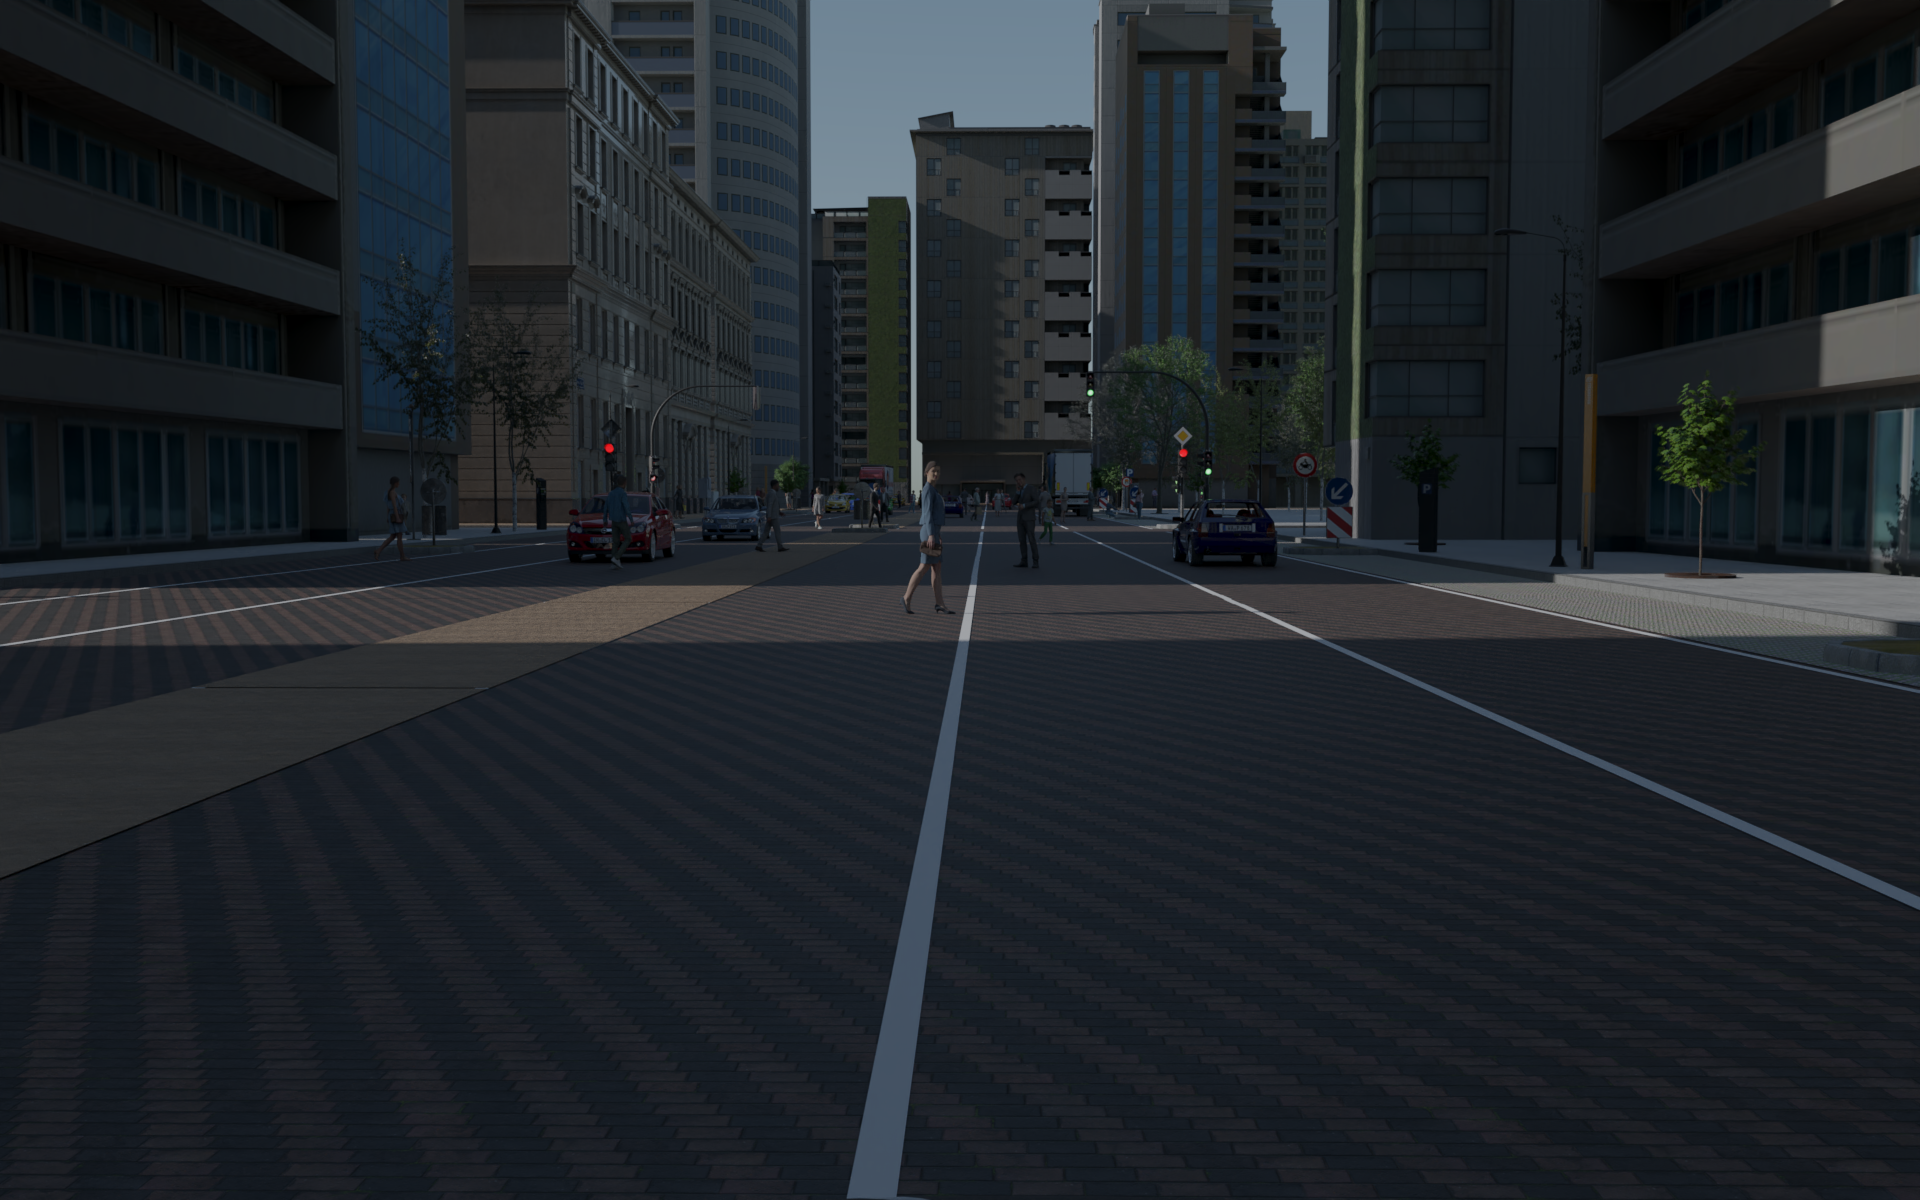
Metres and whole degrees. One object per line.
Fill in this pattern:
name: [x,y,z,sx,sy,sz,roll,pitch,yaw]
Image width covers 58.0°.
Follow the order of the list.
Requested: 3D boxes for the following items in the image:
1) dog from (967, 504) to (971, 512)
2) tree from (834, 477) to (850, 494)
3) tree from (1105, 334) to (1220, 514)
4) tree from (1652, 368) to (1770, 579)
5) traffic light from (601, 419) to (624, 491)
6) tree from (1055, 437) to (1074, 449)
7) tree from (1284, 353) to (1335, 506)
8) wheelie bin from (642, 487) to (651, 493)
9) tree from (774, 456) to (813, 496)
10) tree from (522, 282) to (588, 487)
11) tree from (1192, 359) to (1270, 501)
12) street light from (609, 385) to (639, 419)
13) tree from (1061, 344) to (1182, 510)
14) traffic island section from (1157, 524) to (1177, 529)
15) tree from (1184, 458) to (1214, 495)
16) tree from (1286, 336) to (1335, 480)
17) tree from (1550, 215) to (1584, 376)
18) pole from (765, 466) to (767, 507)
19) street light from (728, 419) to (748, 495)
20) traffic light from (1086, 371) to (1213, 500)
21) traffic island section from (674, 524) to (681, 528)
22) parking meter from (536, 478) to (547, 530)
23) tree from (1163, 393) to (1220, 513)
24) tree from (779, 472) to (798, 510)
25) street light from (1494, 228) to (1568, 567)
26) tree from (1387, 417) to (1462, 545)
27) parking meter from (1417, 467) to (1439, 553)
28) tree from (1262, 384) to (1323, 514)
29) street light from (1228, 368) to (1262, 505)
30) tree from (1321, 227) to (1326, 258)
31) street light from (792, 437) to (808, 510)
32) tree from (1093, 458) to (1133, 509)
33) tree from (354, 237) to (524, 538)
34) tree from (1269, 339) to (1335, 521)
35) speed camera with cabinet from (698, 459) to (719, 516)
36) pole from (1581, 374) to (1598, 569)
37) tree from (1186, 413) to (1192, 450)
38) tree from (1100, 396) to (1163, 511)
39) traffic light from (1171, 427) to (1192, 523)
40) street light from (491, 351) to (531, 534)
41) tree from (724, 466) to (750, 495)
dog: [0.644,-7.491,139.316,0.513,0.831,0.800,-1,4,-21]
tree: [-12.978,-12.046,191.553,1.663,3.219,1.824,0,3,0]
tree: [13.031,-11.358,111.456,9.928,11.665,9.643,0,3,0]
tree: [11.545,-1.957,26.598,1.663,3.219,1.824,0,3,0]
traffic light: [-12.950,-4.618,64.432,0.839,4.253,0.868,0,4,1]
tree: [13.858,-16.724,223.791,4.360,8.622,3.978,0,3,0]
tree: [26.067,-11.822,119.052,9.928,11.665,9.643,0,3,0]
wheelie bin: [-14.473,-4.443,80.550,0.693,1.594,0.980,1,4,9]
tree: [-13.977,-9.891,145.432,4.285,4.588,4.351,0,3,0]
tree: [-15.042,-6.659,59.238,4.360,8.622,3.978,0,3,0]
tree: [15.576,-8.629,91.450,4.737,8.622,4.395,0,3,0]
street light: [-14.311,-6.184,73.654,1.470,5.913,1.316,0,4,1]
tree: [13.494,-14.179,142.198,12.009,13.543,11.850,0,3,0]
traffic island section: [9.279,-3.052,72.184,2.009,0.180,2.903,0,4,1]
tree: [11.590,-5.373,82.442,1.663,3.219,1.824,0,3,0]
tree: [30.760,-14.160,138.167,9.857,13.997,8.962,0,3,0]
tree: [16.087,-5.596,41.865,4.360,8.622,3.978,0,3,0]
pole: [-14.003,-8.027,125.080,0.158,3.312,0.155,0,3,0]
street light: [-13.769,-8.232,107.130,1.470,5.913,1.316,0,4,1]
traffic light: [7.015,-5.463,63.980,4.771,5.953,1.251,0,4,1]
traffic island section: [-12.859,-3.075,72.551,2.009,0.180,2.903,0,4,1]
parking meter: [-15.023,-3.452,62.155,0.255,1.863,0.399,-3,5,-39]
tree: [17.779,-11.088,131.655,4.360,8.622,3.978,0,3,0]
tree: [-13.873,-8.818,138.779,1.663,3.219,1.824,0,3,0]
street light: [10.033,-3.541,30.443,1.470,5.913,1.316,0,4,1]
tree: [11.843,-2.994,43.558,1.663,3.219,1.824,0,3,0]
parking meter: [10.300,-1.984,38.143,0.399,1.863,0.255,2,4,33]
tree: [22.078,-9.845,111.320,4.360,8.622,3.978,0,3,0]
street light: [10.524,-5.577,63.721,1.470,5.913,1.316,0,4,1]
tree: [27.740,-14.816,98.123,12.611,20.169,13.585,0,3,0]
street light: [-13.086,-10.347,141.708,1.470,5.913,1.316,0,4,1]
tree: [13.607,-10.261,151.473,4.285,4.588,4.351,0,3,0]
tree: [-15.463,-6.135,50.675,4.360,8.622,3.978,0,3,0]
tree: [17.600,-8.111,82.971,4.737,8.622,4.395,0,3,0]
speed camera with cabinet: [-14.316,-6.375,98.564,0.660,3.252,2.038,1,4,10]
pole: [10.724,-2.182,29.514,0.158,3.312,0.155,0,3,0]
tree: [15.379,-9.248,101.565,4.737,8.622,4.395,0,3,0]
tree: [12.455,-11.047,130.974,4.360,8.622,3.978,0,3,0]
traffic light: [9.239,-5.086,72.071,0.839,4.253,0.868,0,4,1]
street light: [-14.591,-5.124,56.311,1.470,5.913,1.316,0,4,1]
tree: [-14.420,-7.082,110.398,1.663,3.219,1.824,0,3,0]
